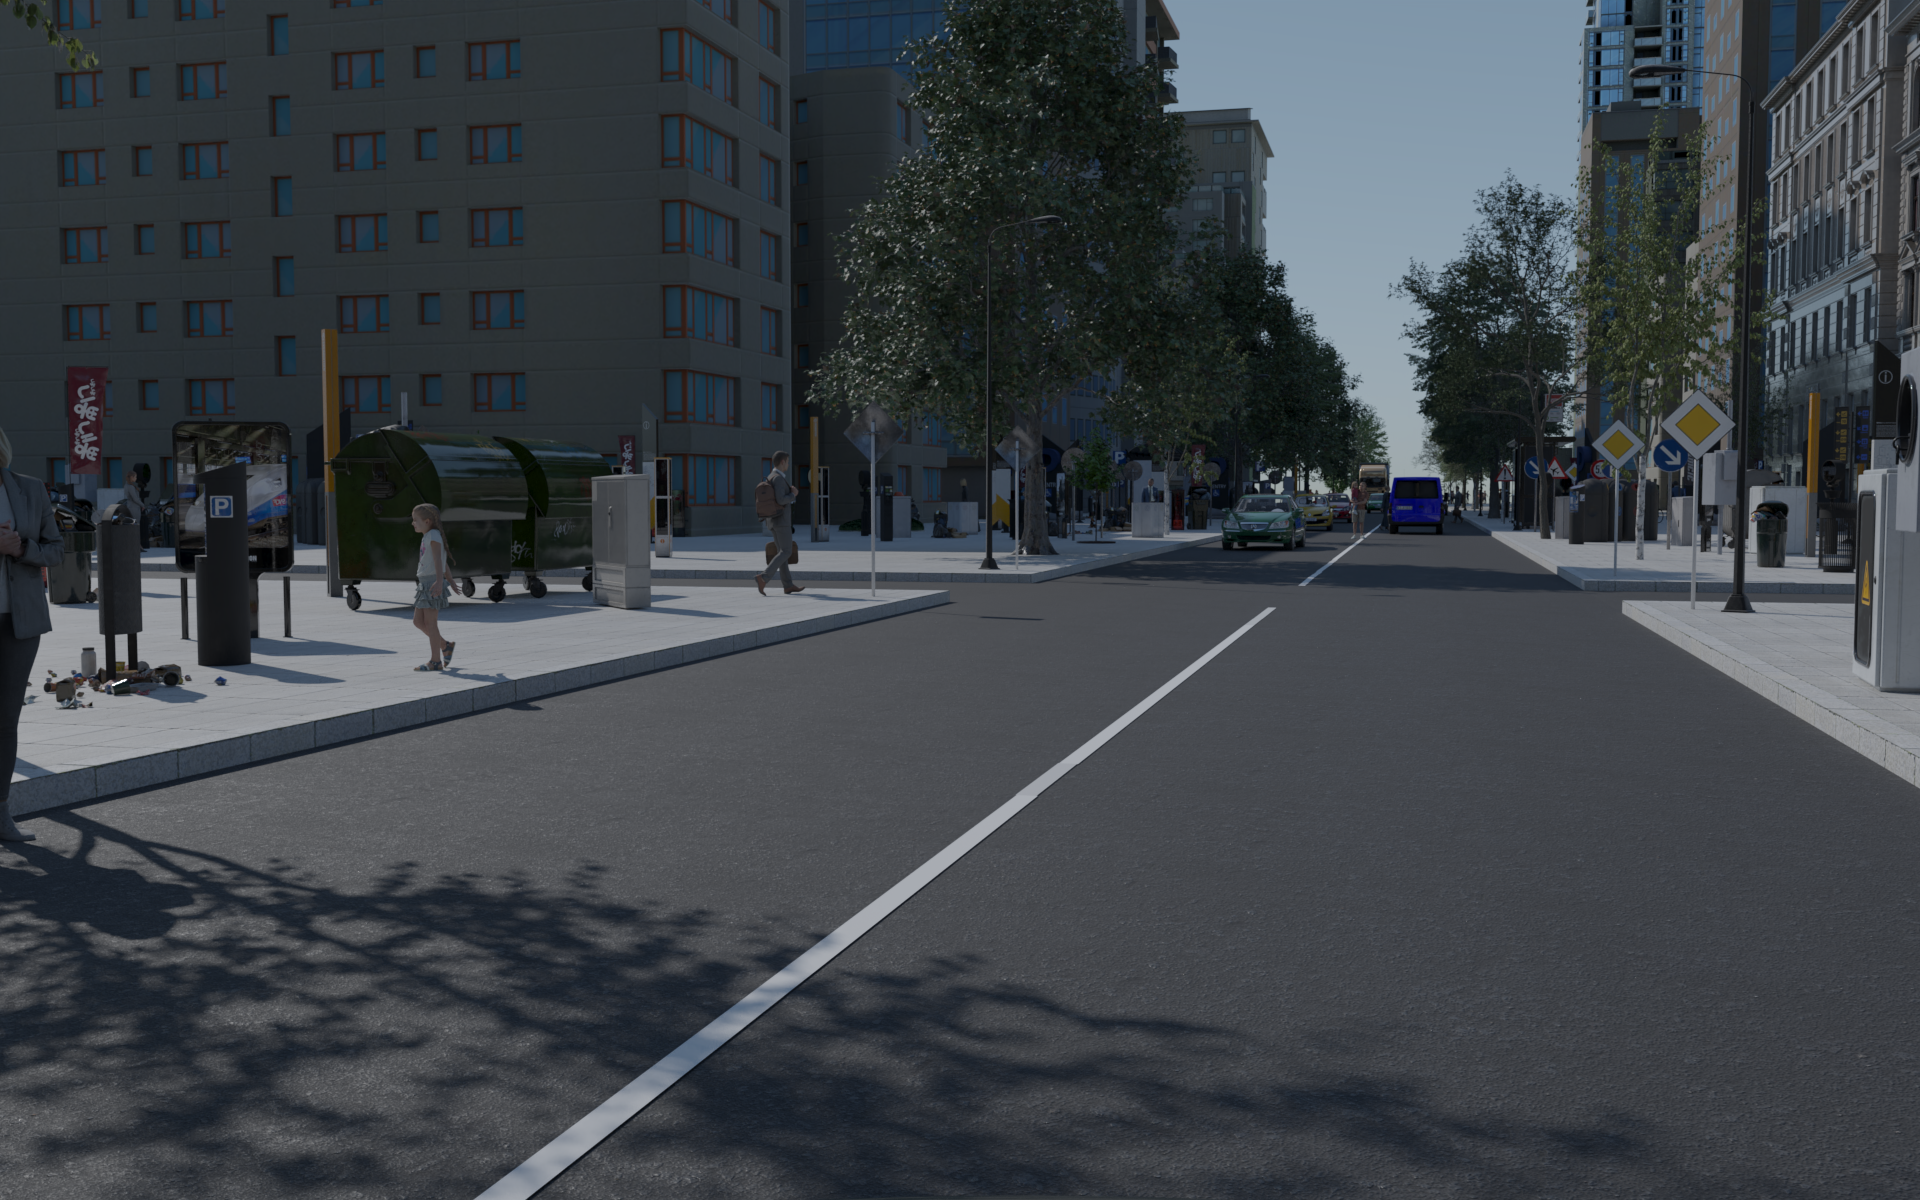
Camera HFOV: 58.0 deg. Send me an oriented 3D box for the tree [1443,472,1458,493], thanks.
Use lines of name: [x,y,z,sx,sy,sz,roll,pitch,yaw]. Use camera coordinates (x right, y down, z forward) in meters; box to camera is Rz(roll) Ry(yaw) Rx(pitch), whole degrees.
tree: [70.847,-18.232,248.446,4.737,8.622,4.395,0,3,0]

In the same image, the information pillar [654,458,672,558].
information pillar: [-5.990,-1.864,34.976,0.304,2.012,0.304,0,4,1]

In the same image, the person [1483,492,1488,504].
person: [69.825,-13.695,230.749,1.217,1.735,0.721,-1,4,-11]

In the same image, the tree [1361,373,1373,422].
tree: [24.302,-12.493,121.272,9.611,12.733,9.660,0,3,0]

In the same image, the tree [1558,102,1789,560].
tree: [13.502,-5.096,33.690,4.737,8.622,4.395,0,3,0]

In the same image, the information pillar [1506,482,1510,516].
information pillar: [30.866,-5.709,97.832,0.304,2.012,0.304,3,4,39]

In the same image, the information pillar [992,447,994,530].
information pillar: [1.328,-4.267,61.118,0.504,3.616,0.183,-1,4,-19]

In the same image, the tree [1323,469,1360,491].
tree: [38.454,-11.791,176.494,4.285,4.588,4.351,0,3,0]

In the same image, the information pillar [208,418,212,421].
information pillar: [-23.085,-3.804,53.546,0.183,3.616,0.504,-1,4,-8]

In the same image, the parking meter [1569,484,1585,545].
parking meter: [15.707,-2.182,44.091,0.372,1.533,0.369,0,3,0]

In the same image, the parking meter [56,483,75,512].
parking meter: [-20.784,-1.948,40.261,0.372,1.533,0.369,0,3,0]

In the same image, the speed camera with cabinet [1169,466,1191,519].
speed camera with cabinet: [11.473,-5.809,89.309,2.038,3.252,0.660,-3,5,-40]

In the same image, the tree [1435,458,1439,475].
tree: [36.426,-10.556,122.955,4.360,8.622,3.978,0,3,0]

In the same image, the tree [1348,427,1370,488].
tree: [43.281,-14.688,190.503,4.360,8.622,3.978,0,3,0]

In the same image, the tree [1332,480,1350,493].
tree: [37.906,-10.909,172.961,1.663,3.219,1.824,0,3,0]

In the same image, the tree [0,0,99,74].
tree: [-5.307,-3.561,8.591,4.360,8.622,3.978,0,3,0]

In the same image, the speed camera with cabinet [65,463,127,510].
speed camera with cabinet: [-25.689,-3.516,51.829,2.038,3.252,0.660,1,4,12]

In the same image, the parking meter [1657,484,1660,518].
parking meter: [37.859,-5.419,94.314,0.255,1.863,0.399,-1,4,-18]

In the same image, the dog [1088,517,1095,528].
dog: [4.940,-2.915,65.404,0.550,0.427,0.748,2,4,34]

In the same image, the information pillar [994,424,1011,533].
information pillar: [1.444,-4.024,57.154,0.504,3.616,0.183,0,4,1]

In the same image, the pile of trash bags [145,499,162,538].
pile of trash bags: [-19.856,-2.193,45.602,3.447,1.369,1.912,0,4,7]

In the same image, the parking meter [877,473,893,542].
parking meter: [-1.988,-2.520,46.911,0.255,1.863,0.399,-1,4,-23]

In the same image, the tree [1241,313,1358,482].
tree: [20.697,-11.682,109.120,7.486,12.596,7.792,0,3,0]

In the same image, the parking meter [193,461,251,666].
parking meter: [-5.549,-0.282,13.024,0.372,1.533,0.369,0,3,0]

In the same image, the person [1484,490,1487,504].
person: [69.059,-13.556,228.209,0.617,1.759,0.750,-2,4,-32]

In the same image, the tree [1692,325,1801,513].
tree: [34.537,-7.702,76.283,4.360,8.622,3.978,0,3,0]

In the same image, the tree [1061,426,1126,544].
tree: [3.661,-3.095,45.205,1.663,3.219,1.824,0,3,0]

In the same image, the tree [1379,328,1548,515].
tree: [33.284,-11.152,108.086,9.928,11.665,9.643,0,3,0]

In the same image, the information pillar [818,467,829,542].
information pillar: [-3.719,-2.568,46.483,0.304,2.012,0.304,3,4,37]

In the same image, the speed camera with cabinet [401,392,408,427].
speed camera with cabinet: [-10.783,-2.370,33.084,0.660,3.252,2.038,1,4,12]

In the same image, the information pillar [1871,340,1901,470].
information pillar: [14.148,-2.144,26.417,0.504,3.616,0.183,0,4,6]

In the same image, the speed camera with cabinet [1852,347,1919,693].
speed camera with cabinet: [6.170,-1.018,10.976,0.660,3.252,2.038,1,4,19]

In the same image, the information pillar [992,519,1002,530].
information pillar: [1.305,-3.539,62.361,0.304,2.012,0.304,-3,4,-38]

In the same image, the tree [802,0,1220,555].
tree: [1.477,-7.303,36.405,9.611,12.733,9.660,0,3,0]

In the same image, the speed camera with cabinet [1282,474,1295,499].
speed camera with cabinet: [17.687,-6.048,93.218,0.660,3.252,2.038,1,4,13]

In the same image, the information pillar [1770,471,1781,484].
information pillar: [26.445,-3.162,56.195,0.304,2.012,0.304,2,4,24]

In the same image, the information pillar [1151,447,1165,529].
information pillar: [7.377,-4.469,64.426,0.504,3.616,0.183,1,4,18]

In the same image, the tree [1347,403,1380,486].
tree: [45.031,-16.674,198.381,9.928,11.665,9.643,0,3,0]

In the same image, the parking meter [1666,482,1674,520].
parking meter: [35.548,-4.947,86.597,0.399,1.863,0.255,-2,4,-29]

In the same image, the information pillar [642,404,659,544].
information pillar: [-8.020,-3.272,44.858,0.504,3.616,0.183,2,4,31]

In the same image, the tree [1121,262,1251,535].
tree: [6.601,-6.336,53.959,4.737,8.622,4.395,0,3,0]

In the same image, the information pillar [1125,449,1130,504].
information pillar: [8.746,-6.020,89.775,0.504,3.616,0.183,-3,4,-36]

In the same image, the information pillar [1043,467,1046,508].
information pillar: [2.154,-2.643,47.710,0.304,2.012,0.304,-3,5,-43]

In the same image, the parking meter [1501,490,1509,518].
parking meter: [29.705,-5.260,94.411,0.372,1.533,0.369,0,3,0]

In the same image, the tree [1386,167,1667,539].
tree: [16.507,-7.034,49.418,7.601,10.594,8.767,3,5,45]

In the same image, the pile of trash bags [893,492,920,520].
pile of trash bags: [-2.442,-3.516,67.241,1.912,1.369,3.447,0,4,-1]

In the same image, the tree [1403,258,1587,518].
tree: [28.192,-11.261,90.766,9.857,13.997,8.962,0,3,0]

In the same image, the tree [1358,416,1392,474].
tree: [58.282,-20.291,249.887,7.486,12.596,7.792,0,3,0]

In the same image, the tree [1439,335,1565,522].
tree: [25.151,-7.895,79.445,4.360,8.622,3.978,0,3,0]

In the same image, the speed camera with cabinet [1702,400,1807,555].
speed camera with cabinet: [16.910,-2.600,36.851,2.038,3.252,0.660,0,4,-5]

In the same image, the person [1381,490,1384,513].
person: [32.727,-7.617,133.749,0.721,1.736,1.217,-2,4,-24]

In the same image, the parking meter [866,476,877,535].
parking meter: [-2.802,-3.014,54.984,0.255,1.863,0.399,2,4,32]

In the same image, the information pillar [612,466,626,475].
information pillar: [-8.828,-2.470,44.876,0.304,2.012,0.304,0,4,2]

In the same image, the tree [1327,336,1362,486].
tree: [12.481,-9.840,77.885,9.611,12.733,9.660,0,3,0]
